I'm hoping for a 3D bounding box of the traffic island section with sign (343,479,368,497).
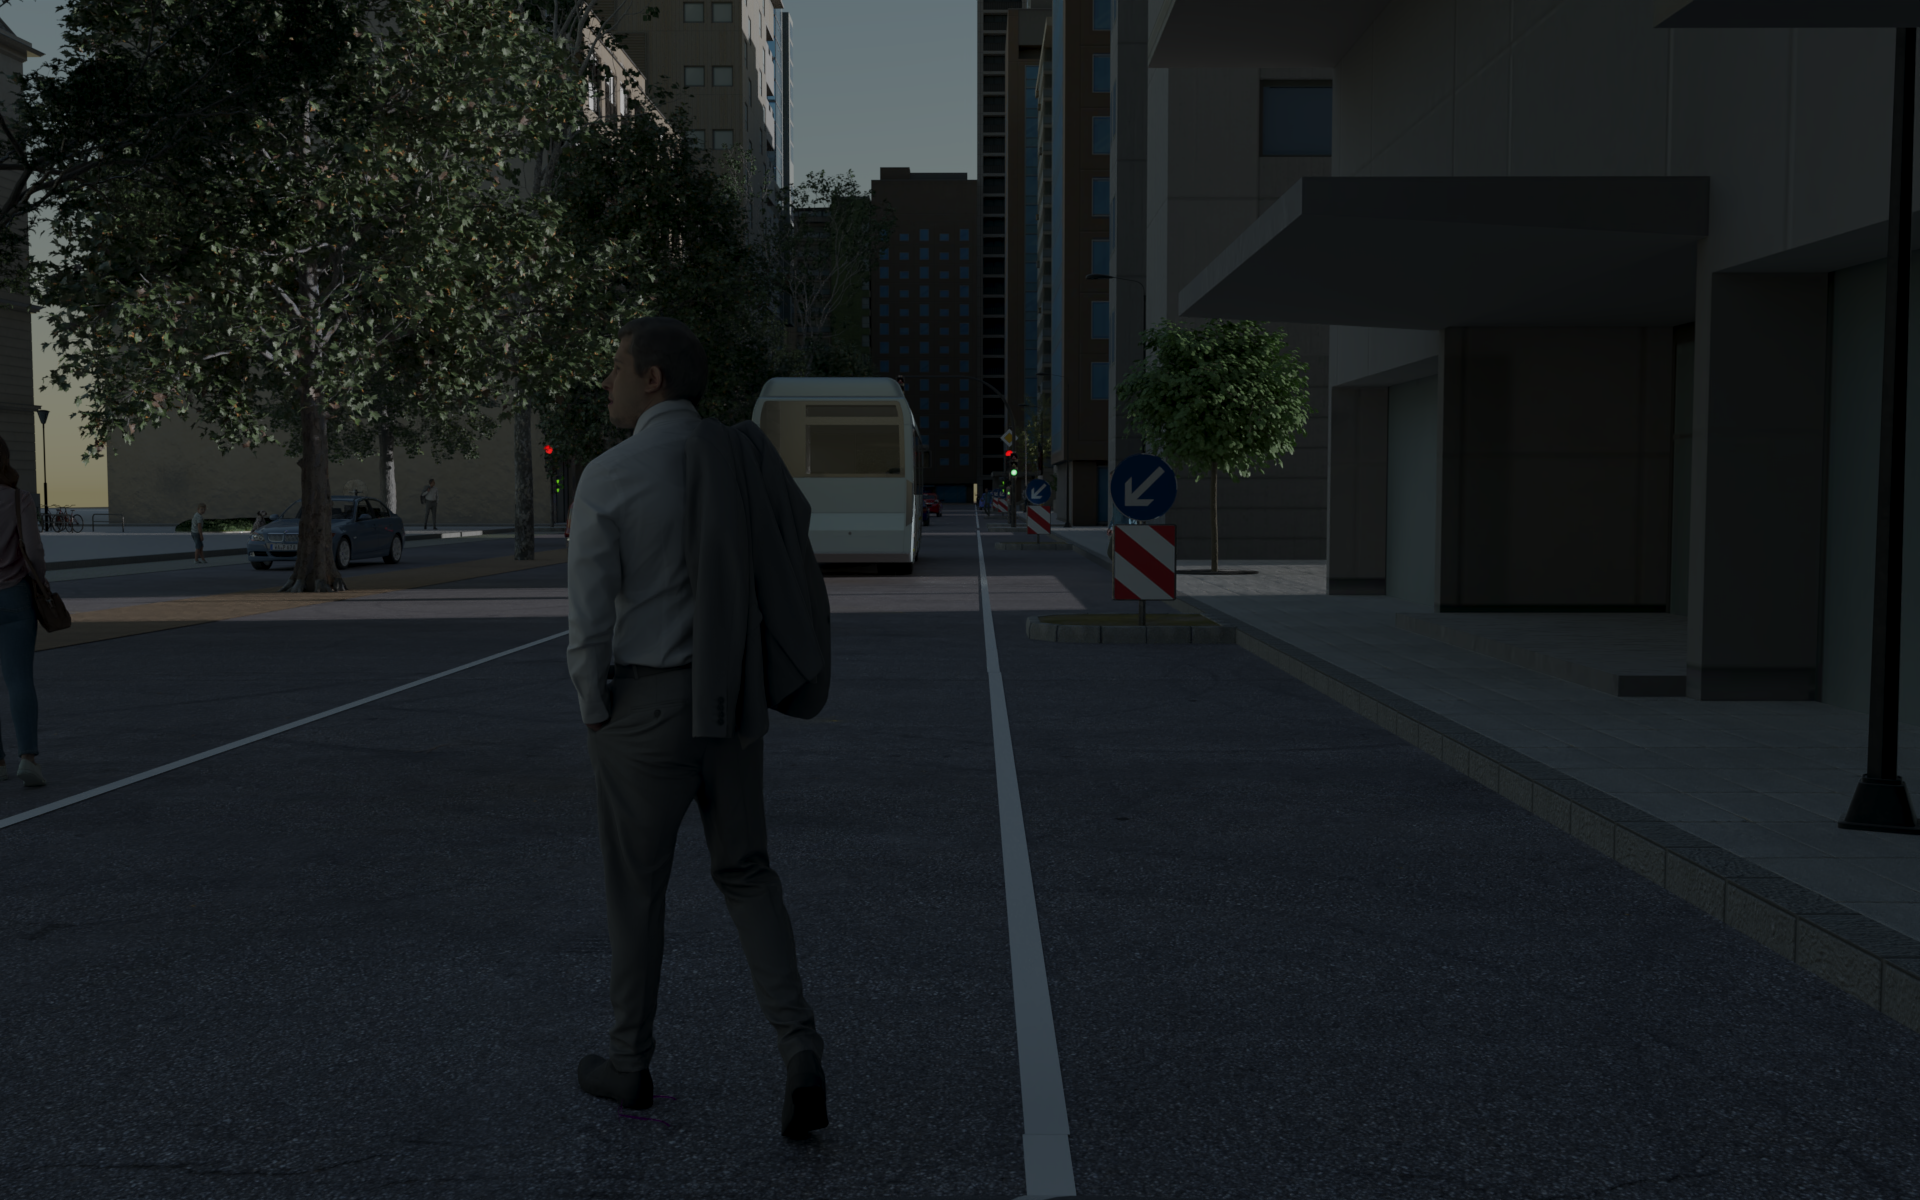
[{"bbox_3d":[-15.617,-2.182,44.301,1.989,1.847,2.006,0,4,0],"label":"traffic island section with sign"}]

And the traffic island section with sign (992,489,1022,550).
[{"bbox_3d":[1.912,-2.234,45.153,1.989,1.847,2.006,0,4,0],"label":"traffic island section with sign"}]

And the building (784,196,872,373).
[{"bbox_3d":[-18.900,-34.029,239.965,14.086,41.232,14.154,0,4,0],"label":"building"}]

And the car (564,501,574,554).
[{"bbox_3d":[-6.142,-1.524,33.593,2.281,1.827,5.304,0,4,2],"label":"car"}]

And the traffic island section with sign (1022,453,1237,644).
[{"bbox_3d":[1.679,-0.546,17.553,1.989,1.847,2.006,0,4,0],"label":"traffic island section with sign"}]

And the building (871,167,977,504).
[{"bbox_3d":[-4.755,-36.080,240.022,14.200,45.320,14.600,0,4,0],"label":"building"}]

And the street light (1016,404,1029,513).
[{"bbox_3d":[3.688,-7.154,89.514,1.470,5.913,1.316,0,4,0],"label":"street light"}]

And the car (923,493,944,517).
[{"bbox_3d":[-2.077,-6.127,109.220,2.155,1.783,4.494,0,4,2],"label":"car"}]

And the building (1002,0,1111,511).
[{"bbox_3d":[11.135,-31.090,158.425,14.600,45.320,14.200,0,4,0],"label":"building"}]

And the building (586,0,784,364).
[{"bbox_3d":[-32.027,-35.088,162.920,28.713,52.752,27.495,0,4,0],"label":"building"}]

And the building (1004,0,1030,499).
[{"bbox_3d":[16.362,-53.888,193.743,22.319,86.520,31.000,0,4,0],"label":"building"}]

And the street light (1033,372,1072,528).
[{"bbox_3d":[3.592,-5.734,66.292,1.470,5.913,1.316,0,4,0],"label":"street light"}]

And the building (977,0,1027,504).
[{"bbox_3d":[12.675,-49.164,242.084,20.611,71.187,20.563,0,4,0],"label":"building"}]

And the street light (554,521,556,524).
[{"bbox_3d":[-17.089,-6.241,74.587,1.470,5.913,1.316,0,4,0],"label":"street light"}]

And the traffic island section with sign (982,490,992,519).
[{"bbox_3d":[2.351,-5.544,99.265,1.989,1.847,2.006,0,4,0],"label":"traffic island section with sign"}]

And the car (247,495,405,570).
[{"bbox_3d":[-12.461,-1.365,34.318,2.014,1.417,4.499,0,4,2],"label":"car"}]

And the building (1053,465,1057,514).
[{"bbox_3d":[20.097,-15.800,103.366,27.650,21.520,28.899,0,4,0],"label":"building"}]

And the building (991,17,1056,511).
[{"bbox_3d":[18.673,-27.236,137.189,32.217,40.220,23.993,0,4,0],"label":"building"}]

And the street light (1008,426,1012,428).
[{"bbox_3d":[3.959,-8.952,118.911,1.470,5.913,1.316,0,4,0],"label":"street light"}]

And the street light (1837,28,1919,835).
[{"bbox_3d":[3.014,-2.078,6.521,1.470,5.913,1.316,0,4,0],"label":"street light"}]

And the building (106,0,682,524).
[{"bbox_3d":[-27.005,-17.512,90.843,19.350,26.468,34.151,0,4,0],"label":"building"}]

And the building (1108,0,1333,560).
[{"bbox_3d":[14.602,-30.819,45.894,21.231,58.520,28.212,0,4,0],"label":"building"}]

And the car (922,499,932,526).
[{"bbox_3d":[-2.243,-4.019,78.289,1.945,1.354,3.894,0,4,0],"label":"car"}]

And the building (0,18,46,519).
[{"bbox_3d":[-58.080,-17.963,81.077,23.554,28.519,14.401,0,4,0],"label":"building"}]

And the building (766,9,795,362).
[{"bbox_3d":[-32.772,-55.097,213.511,31.000,86.520,22.319,0,4,0],"label":"building"}]

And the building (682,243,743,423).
[{"bbox_3d":[-24.350,-18.612,123.370,14.314,24.678,30.058,0,4,0],"label":"building"}]

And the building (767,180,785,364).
[{"bbox_3d":[-32.663,-30.414,189.149,32.217,40.220,23.993,0,4,0],"label":"building"}]

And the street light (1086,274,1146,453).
[{"bbox_3d":[3.349,-3.921,36.645,1.470,5.913,1.316,0,4,0],"label":"street light"}]

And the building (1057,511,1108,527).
[{"bbox_3d":[11.459,-26.137,77.456,14.200,45.320,14.600,0,4,0],"label":"building"}]

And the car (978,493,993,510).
[{"bbox_3d":[2.583,-8.884,154.849,1.945,1.707,3.694,0,4,-1],"label":"car"}]

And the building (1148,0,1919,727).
[{"bbox_3d":[15.654,-25.626,8.232,28.713,52.752,27.495,0,4,0],"label":"building"}]
